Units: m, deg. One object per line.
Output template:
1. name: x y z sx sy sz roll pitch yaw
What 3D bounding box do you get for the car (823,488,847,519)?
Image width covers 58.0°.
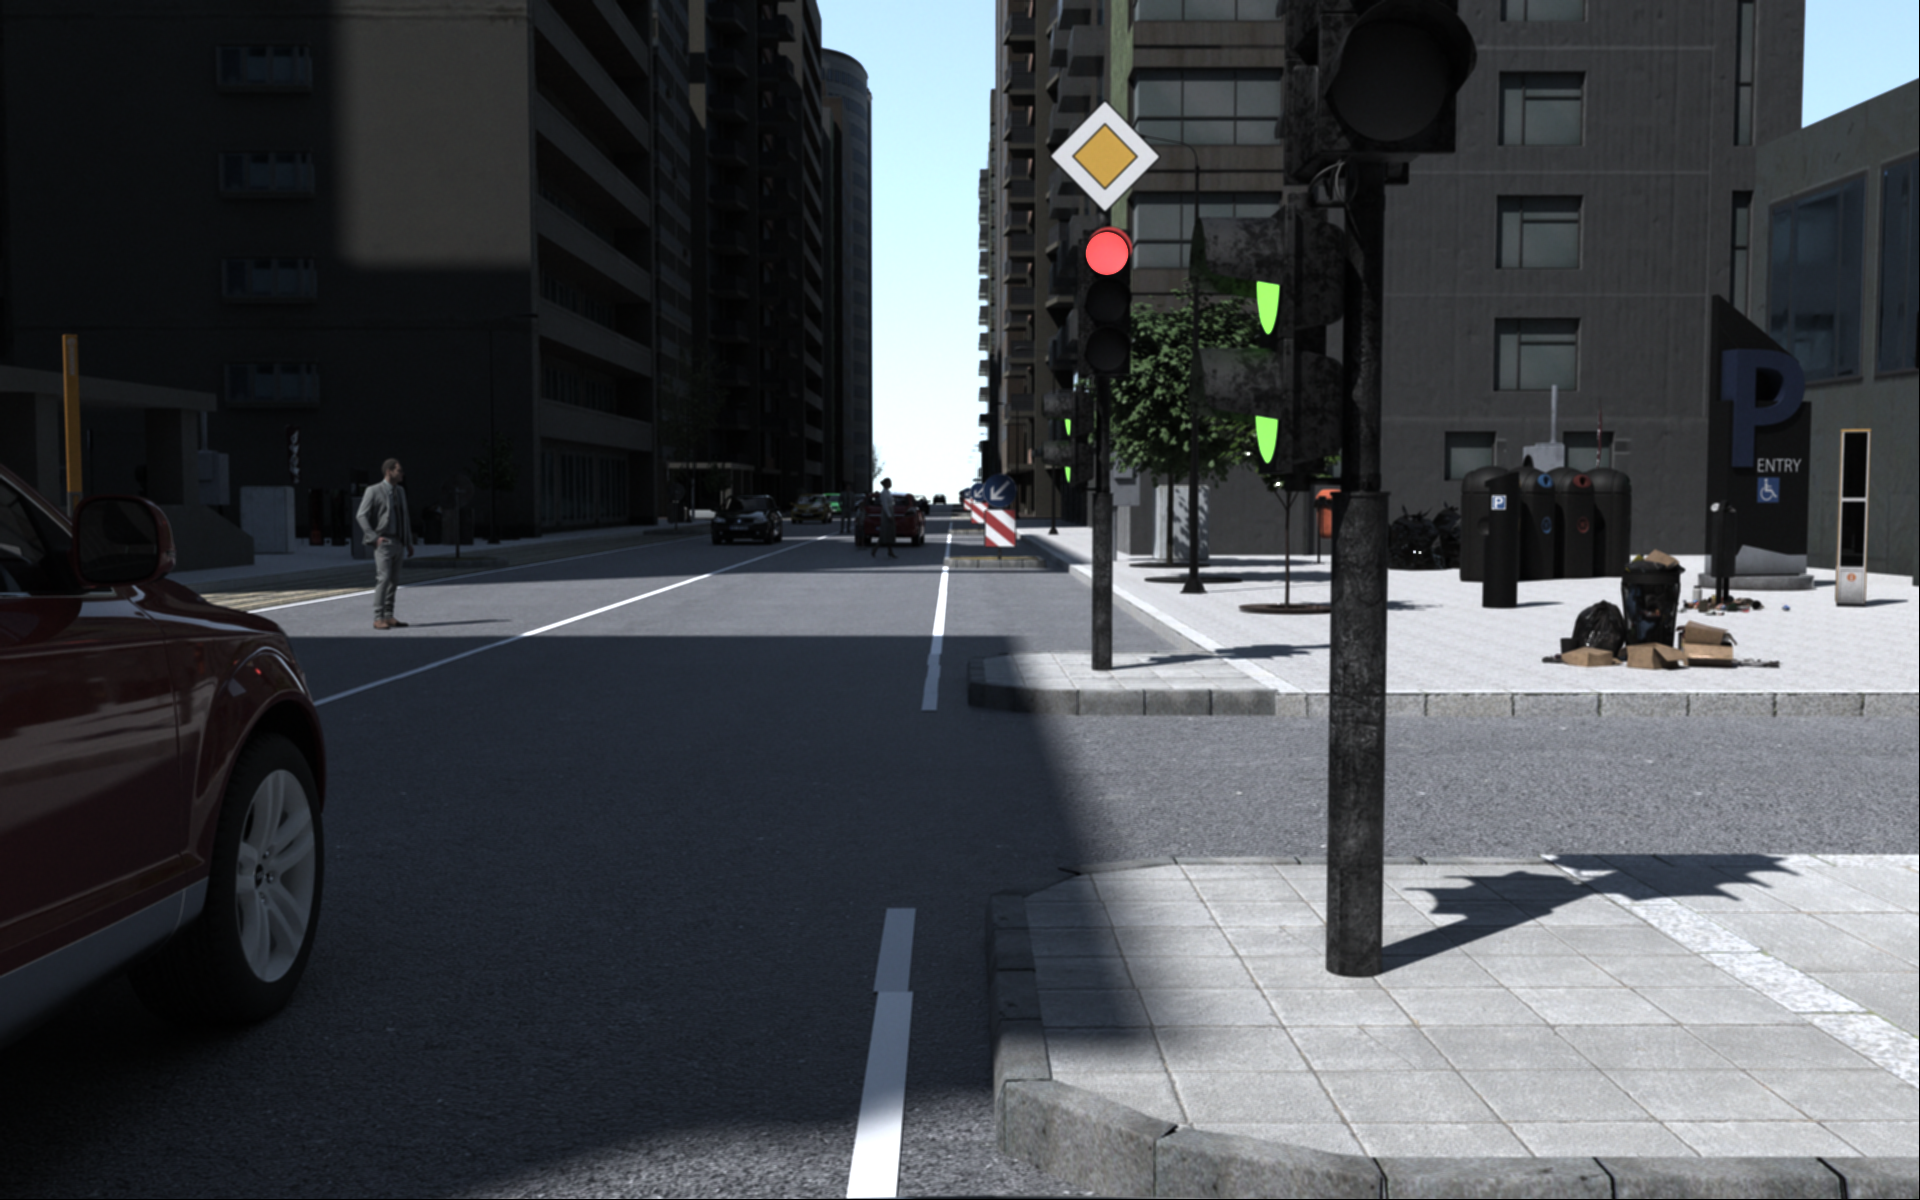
1. car: -7.514 -5.714 102.213 1.959 1.807 4.718 0 4 -2

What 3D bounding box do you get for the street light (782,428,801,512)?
1. street light: -11.766 -9.087 121.112 1.470 5.913 1.316 0 4 0

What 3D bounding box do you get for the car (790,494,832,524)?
1. car: -7.254 -4.560 84.784 2.015 1.641 3.980 0 4 1

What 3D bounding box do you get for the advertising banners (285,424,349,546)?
1. advertising banners: -16.007 -2.867 43.057 2.074 3.025 0.090 2 4 28

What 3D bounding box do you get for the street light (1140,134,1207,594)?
1. street light: 2.490 -3.043 22.286 1.470 5.913 1.316 0 4 0

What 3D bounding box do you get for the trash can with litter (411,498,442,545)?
1. trash can with litter: -13.620 -1.989 43.913 1.055 1.170 0.624 -1 4 -11

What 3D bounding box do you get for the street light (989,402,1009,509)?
1. street light: 2.359 -7.043 87.688 1.470 5.913 1.316 0 4 0

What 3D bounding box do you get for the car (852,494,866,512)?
1. car: -7.294 -6.747 122.117 2.131 1.459 4.920 0 4 -2

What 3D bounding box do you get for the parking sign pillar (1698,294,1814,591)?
1. parking sign pillar: 10.866 -2.145 23.548 1.447 3.967 1.447 -1 4 -13

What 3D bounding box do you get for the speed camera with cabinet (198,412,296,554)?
1. speed camera with cabinet: -15.382 -2.615 37.092 2.038 3.252 0.660 0 4 -4

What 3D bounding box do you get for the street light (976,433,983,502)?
1. street light: 2.179 -9.761 132.137 1.470 5.913 1.316 0 4 0

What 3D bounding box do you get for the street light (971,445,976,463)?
1. street light: 1.999 -11.725 164.244 1.470 5.913 1.316 0 4 0

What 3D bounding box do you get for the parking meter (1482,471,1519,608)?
1. parking meter: 6.109 -0.682 19.564 0.372 1.533 0.369 0 3 0

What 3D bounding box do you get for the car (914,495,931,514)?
1. car: -3.066 -6.775 123.356 1.945 1.354 3.894 0 4 1

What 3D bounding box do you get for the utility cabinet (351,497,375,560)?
1. utility cabinet: -11.618 -1.419 34.368 0.306 1.237 1.020 1 4 17

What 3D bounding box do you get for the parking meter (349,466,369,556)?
1. parking meter: -12.396 -1.839 35.784 0.399 1.863 0.255 3 5 44

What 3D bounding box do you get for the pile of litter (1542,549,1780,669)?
1. pile of litter: 5.326 0.054 13.090 1.719 0.858 1.176 1 4 22

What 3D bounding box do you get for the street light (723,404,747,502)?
1. street light: -11.601 -7.119 88.931 1.470 5.913 1.316 0 4 0

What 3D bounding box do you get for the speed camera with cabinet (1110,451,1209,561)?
1. speed camera with cabinet: 3.741 -2.385 33.329 2.038 3.252 0.660 -1 4 -9

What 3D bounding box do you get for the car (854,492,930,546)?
1. car: -1.946 -2.434 48.829 2.155 1.783 4.494 0 4 1

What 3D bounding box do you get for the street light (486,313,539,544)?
1. street light: -11.483 -4.400 44.482 1.470 5.913 1.316 0 4 0

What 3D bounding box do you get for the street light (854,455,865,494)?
1. street light: -11.979 -14.227 205.144 1.470 5.913 1.316 0 4 0

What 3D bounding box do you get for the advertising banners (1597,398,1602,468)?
1. advertising banners: 12.040 -2.234 32.706 0.090 3.025 2.074 1 4 20

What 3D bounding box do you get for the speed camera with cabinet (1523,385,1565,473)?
1. speed camera with cabinet: 10.603 -2.317 32.225 0.660 3.252 2.038 0 4 -1

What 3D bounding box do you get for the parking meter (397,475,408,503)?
1. parking meter: -14.934 -2.475 46.177 0.399 1.863 0.255 -1 4 -18

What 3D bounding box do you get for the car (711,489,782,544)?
1. car: -6.195 -2.491 50.518 2.009 1.686 4.222 0 4 0

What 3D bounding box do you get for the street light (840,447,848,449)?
1. street light: -11.890 -12.228 172.469 1.470 5.913 1.316 0 4 0

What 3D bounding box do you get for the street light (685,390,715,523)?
1. street light: -11.585 -6.399 77.161 1.470 5.913 1.316 0 4 0

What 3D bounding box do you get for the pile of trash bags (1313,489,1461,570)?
1. pile of trash bags: 7.502 -1.287 30.790 1.912 1.369 3.447 -2 4 -29

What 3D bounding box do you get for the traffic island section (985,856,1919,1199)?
1. traffic island section: 1.083 1.077 4.666 2.009 0.180 2.903 0 4 0

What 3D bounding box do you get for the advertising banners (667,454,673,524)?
1. advertising banners: -12.533 -4.816 74.929 0.090 3.025 2.074 -1 4 -15

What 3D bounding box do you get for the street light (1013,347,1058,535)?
1. street light: 2.425 -5.031 54.801 1.470 5.913 1.316 0 4 0

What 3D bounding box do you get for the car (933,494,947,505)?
1. car: -2.811 -14.032 239.210 2.009 1.686 4.222 0 4 1

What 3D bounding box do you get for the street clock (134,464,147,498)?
1. street clock: -19.777 -2.293 42.060 0.358 2.002 0.471 1 4 10

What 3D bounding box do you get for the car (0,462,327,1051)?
1. car: -2.833 0.343 3.073 2.281 1.827 5.304 0 4 -1

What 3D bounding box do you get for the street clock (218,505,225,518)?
1. street clock: -16.319 -2.058 38.214 0.471 2.002 0.358 3 5 45

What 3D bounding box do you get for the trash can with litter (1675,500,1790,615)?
1. trash can with litter: 8.355 -0.507 19.350 1.678 1.210 2.233 2 4 32

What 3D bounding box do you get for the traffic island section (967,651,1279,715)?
1. traffic island section: 1.058 0.589 12.651 2.009 0.180 2.903 0 4 0

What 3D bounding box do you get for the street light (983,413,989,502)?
1. street light: 2.213 -7.747 99.201 1.470 5.913 1.316 0 4 0

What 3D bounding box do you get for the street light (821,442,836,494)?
1. street light: -11.705 -11.054 153.274 1.470 5.913 1.316 0 4 0
